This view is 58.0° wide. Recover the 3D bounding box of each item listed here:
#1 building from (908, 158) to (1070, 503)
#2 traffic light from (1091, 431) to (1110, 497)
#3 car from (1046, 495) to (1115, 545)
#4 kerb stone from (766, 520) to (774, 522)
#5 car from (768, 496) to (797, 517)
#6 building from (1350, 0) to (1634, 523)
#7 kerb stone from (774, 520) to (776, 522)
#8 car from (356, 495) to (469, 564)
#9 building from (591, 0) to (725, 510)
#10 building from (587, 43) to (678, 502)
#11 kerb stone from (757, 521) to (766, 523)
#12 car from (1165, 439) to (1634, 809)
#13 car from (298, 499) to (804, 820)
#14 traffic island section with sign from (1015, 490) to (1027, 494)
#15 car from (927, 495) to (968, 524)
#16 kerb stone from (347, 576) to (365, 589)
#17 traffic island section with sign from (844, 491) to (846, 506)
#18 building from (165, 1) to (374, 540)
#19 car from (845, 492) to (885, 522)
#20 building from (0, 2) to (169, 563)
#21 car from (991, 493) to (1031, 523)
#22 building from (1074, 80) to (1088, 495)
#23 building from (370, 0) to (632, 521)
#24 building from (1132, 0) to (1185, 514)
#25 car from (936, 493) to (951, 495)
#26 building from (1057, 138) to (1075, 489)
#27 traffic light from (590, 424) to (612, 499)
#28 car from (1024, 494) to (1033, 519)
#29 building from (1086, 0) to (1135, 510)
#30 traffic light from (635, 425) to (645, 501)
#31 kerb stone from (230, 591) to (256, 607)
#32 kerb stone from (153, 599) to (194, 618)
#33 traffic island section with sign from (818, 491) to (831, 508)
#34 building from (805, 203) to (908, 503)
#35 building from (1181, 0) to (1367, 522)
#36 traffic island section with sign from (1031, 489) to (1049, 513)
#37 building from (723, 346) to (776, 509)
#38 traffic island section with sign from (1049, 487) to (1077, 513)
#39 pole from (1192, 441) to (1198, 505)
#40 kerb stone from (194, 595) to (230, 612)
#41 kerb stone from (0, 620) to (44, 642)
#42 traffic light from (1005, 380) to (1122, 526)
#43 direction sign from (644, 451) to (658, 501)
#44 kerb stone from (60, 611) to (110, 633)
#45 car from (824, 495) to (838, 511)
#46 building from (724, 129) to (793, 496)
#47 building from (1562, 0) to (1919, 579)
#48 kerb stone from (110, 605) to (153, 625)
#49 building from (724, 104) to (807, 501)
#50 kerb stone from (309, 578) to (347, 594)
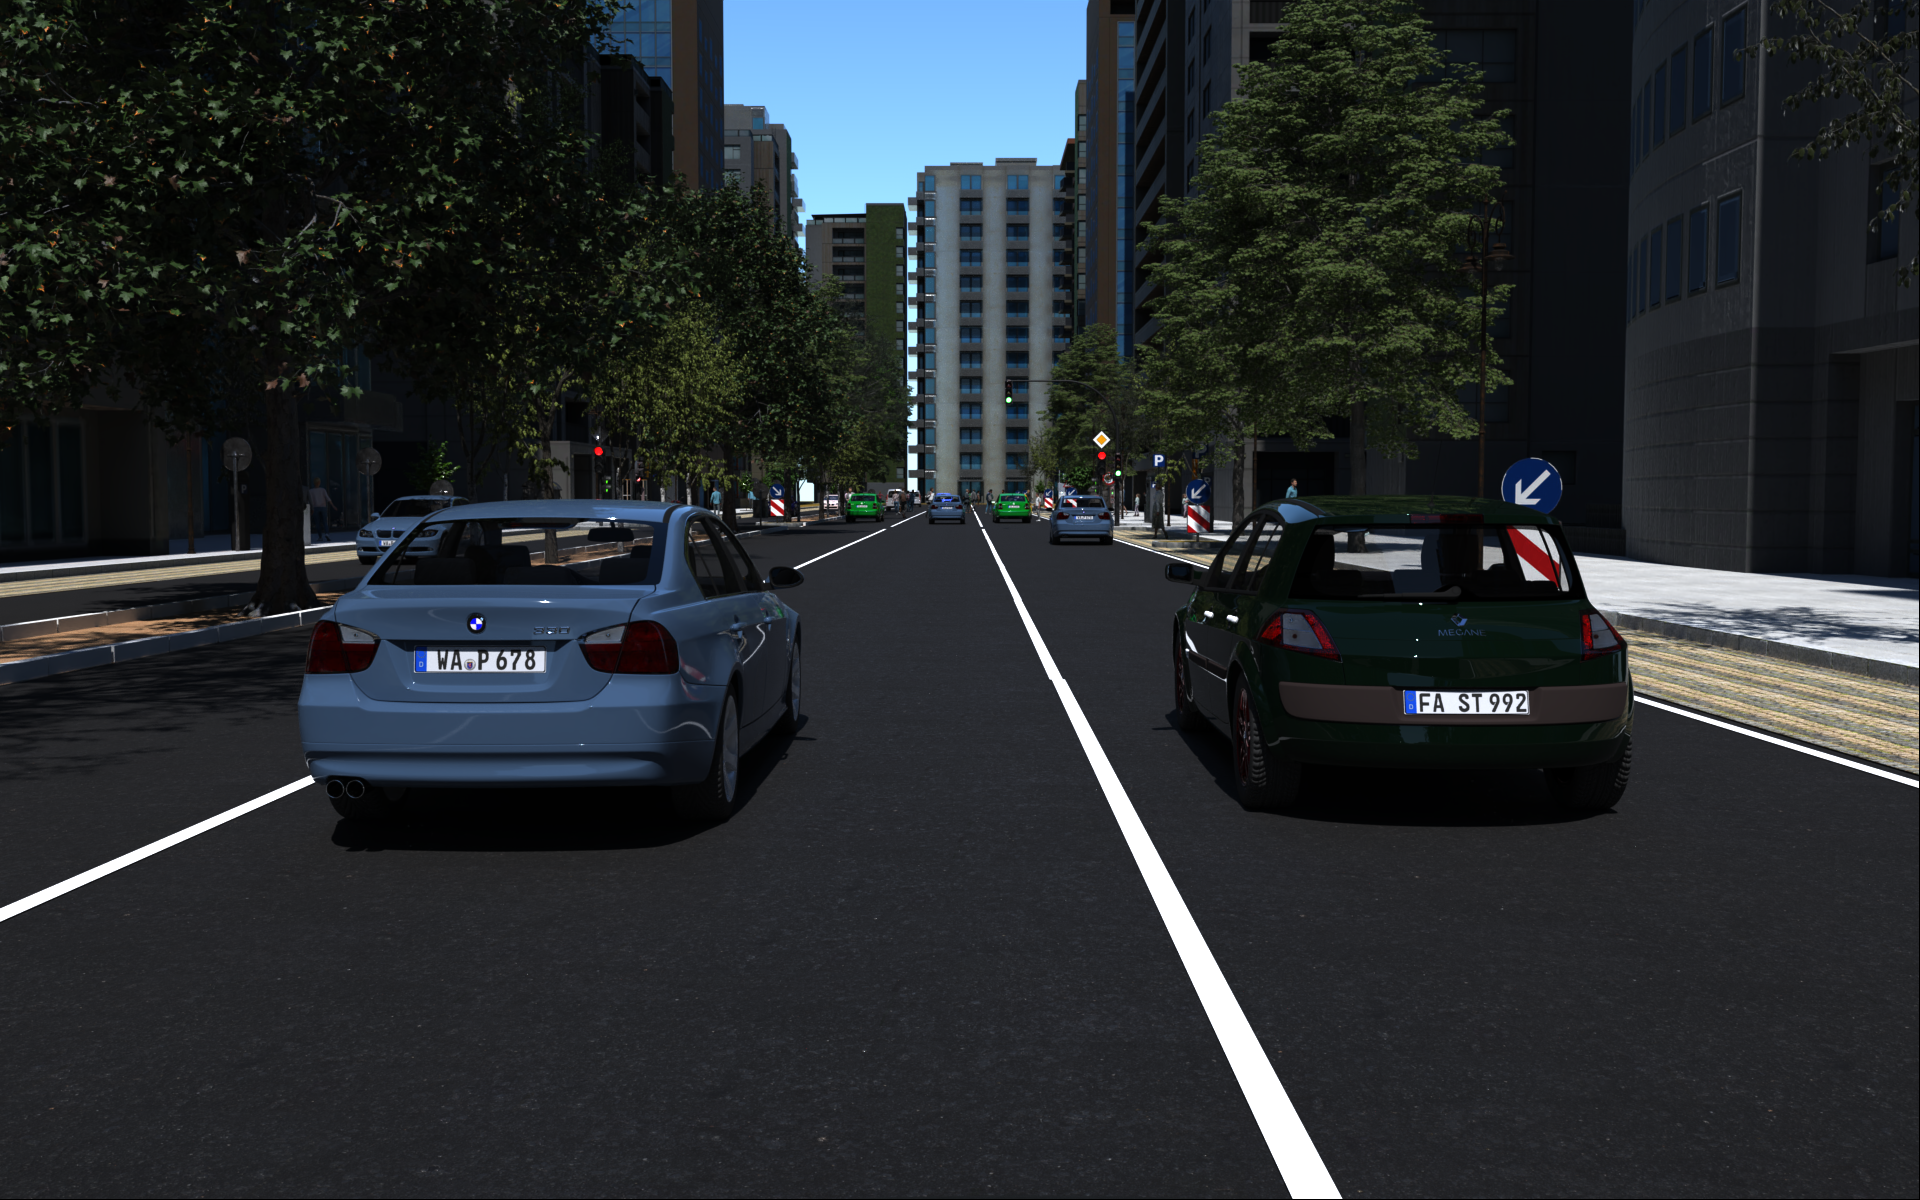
[{"bbox_3d":[7.900,-38.515,249.321,30.456,49.044,23.786,0,4,0],"label":"building"},{"bbox_3d":[6.267,-5.388,77.011,0.839,4.253,0.868,0,4,0],"label":"traffic light"},{"bbox_3d":[3.494,-2.333,50.149,2.014,1.417,4.499,0,4,2],"label":"car"},{"bbox_3d":[-9.084,-3.676,82.325,0.120,0.150,1.000,0,4,0],"label":"kerb stone"},{"bbox_3d":[-11.113,-5.892,108.908,1.945,1.354,3.894,0,3,0],"label":"car"},{"bbox_3d":[20.491,-22.895,57.935,14.154,41.232,14.086,0,4,0],"label":"building"},{"bbox_3d":[-9.075,-3.741,83.354,0.120,0.150,1.000,0,4,0],"label":"kerb stone"},{"bbox_3d":[-11.368,-1.523,36.911,2.014,1.417,4.499,0,4,0],"label":"car"},{"bbox_3d":[-26.364,-29.734,136.255,14.600,45.320,14.200,0,4,0],"label":"building"},{"bbox_3d":[-26.953,-20.972,114.597,14.160,30.474,14.107,0,4,0],"label":"building"},{"bbox_3d":[-9.089,-3.487,79.242,0.120,0.150,1.000,0,4,0],"label":"kerb stone"},{"bbox_3d":[2.156,0.032,9.271,2.009,1.686,4.222,0,4,1],"label":"car"},{"bbox_3d":[-1.855,0.190,8.903,2.014,1.417,4.499,0,4,1],"label":"car"},{"bbox_3d":[6.654,-10.413,178.879,1.989,1.847,2.006,0,4,0],"label":"traffic island section with sign"},{"bbox_3d":[-0.618,-4.376,83.549,2.014,1.417,4.499,0,3,0],"label":"car"},{"bbox_3d":[-9.264,-0.260,26.441,0.120,0.150,1.000,0,4,0],"label":"kerb stone"},{"bbox_3d":[-13.586,-12.105,206.549,1.989,1.847,2.006,0,4,0],"label":"traffic island section with sign"},{"bbox_3d":[-34.814,-26.581,54.213,30.456,49.044,23.786,0,4,0],"label":"building"},{"bbox_3d":[-4.870,-4.912,89.109,1.959,1.807,4.718,0,4,1],"label":"car"},{"bbox_3d":[-27.432,-24.529,24.757,21.300,48.544,21.600,0,4,0],"label":"building"},{"bbox_3d":[2.561,-4.752,86.488,1.959,1.807,4.718,0,4,-1],"label":"car"},{"bbox_3d":[18.428,-30.026,174.522,14.154,41.232,14.086,0,4,0],"label":"building"},{"bbox_3d":[-28.118,-39.743,88.047,20.563,71.187,20.611,0,4,0],"label":"building"},{"bbox_3d":[23.587,-30.263,118.505,21.300,48.544,21.600,0,4,0],"label":"building"},{"bbox_3d":[-1.221,-7.438,131.202,1.945,1.707,3.694,0,4,1],"label":"car"},{"bbox_3d":[23.340,-33.987,210.316,22.147,44.769,28.867,0,4,0],"label":"building"},{"bbox_3d":[-14.321,-4.903,69.079,0.839,4.253,0.868,0,4,0],"label":"traffic light"},{"bbox_3d":[3.267,-5.536,100.739,2.015,1.641,3.980,0,4,0],"label":"car"},{"bbox_3d":[17.863,-30.236,144.474,14.600,45.320,14.200,0,4,0],"label":"building"},{"bbox_3d":[-12.202,-6.264,77.092,4.771,5.953,1.251,0,4,0],"label":"traffic light"},{"bbox_3d":[-9.276,-0.008,22.345,0.120,0.150,1.000,0,4,0],"label":"kerb stone"},{"bbox_3d":[-9.287,0.117,20.288,0.120,0.150,1.000,0,4,0],"label":"kerb stone"},{"bbox_3d":[-13.673,-10.429,179.135,1.989,1.847,2.006,0,4,0],"label":"traffic island section with sign"},{"bbox_3d":[-14.538,-34.359,245.367,14.086,41.232,14.154,0,4,0],"label":"building"},{"bbox_3d":[22.799,-39.656,86.629,20.611,71.187,20.563,0,4,0],"label":"building"},{"bbox_3d":[6.487,-7.410,129.774,1.989,1.847,2.006,0,4,0],"label":"traffic island section with sign"},{"bbox_3d":[-33.264,-19.721,167.476,27.650,21.520,28.899,0,4,0],"label":"building"},{"bbox_3d":[6.397,-5.694,101.724,1.989,1.847,2.006,0,4,0],"label":"traffic island section with sign"},{"bbox_3d":[8.845,-4.369,65.279,0.158,3.312,0.155,0,3,0],"label":"pole"},{"bbox_3d":[-9.287,0.054,21.319,0.120,0.150,1.000,0,4,0],"label":"kerb stone"},{"bbox_3d":[-9.294,0.305,17.209,0.120,0.150,1.000,0,4,0],"label":"kerb stone"},{"bbox_3d":[4.148,-5.763,68.892,4.771,5.953,1.251,0,4,0],"label":"traffic light"},{"bbox_3d":[-16.186,-6.035,90.672,0.379,3.537,0.876,3,5,41],"label":"direction sign"},{"bbox_3d":[-9.295,0.242,18.243,0.120,0.150,1.000,0,4,0],"label":"kerb stone"},{"bbox_3d":[-10.972,-8.376,149.315,2.083,1.381,4.827,0,4,0],"label":"car"},{"bbox_3d":[-25.951,-30.891,188.670,14.154,41.232,14.086,0,4,0],"label":"building"},{"bbox_3d":[23.252,-29.743,28.304,21.231,58.520,28.212,0,4,0],"label":"building"},{"bbox_3d":[-9.297,0.179,19.265,0.120,0.150,1.000,0,4,0],"label":"kerb stone"},{"bbox_3d":[-35.465,-36.293,212.993,30.456,49.044,23.786,0,4,0],"label":"building"},{"bbox_3d":[-9.271,-0.195,25.420,0.120,0.150,1.000,0,4,0],"label":"kerb stone"}]
